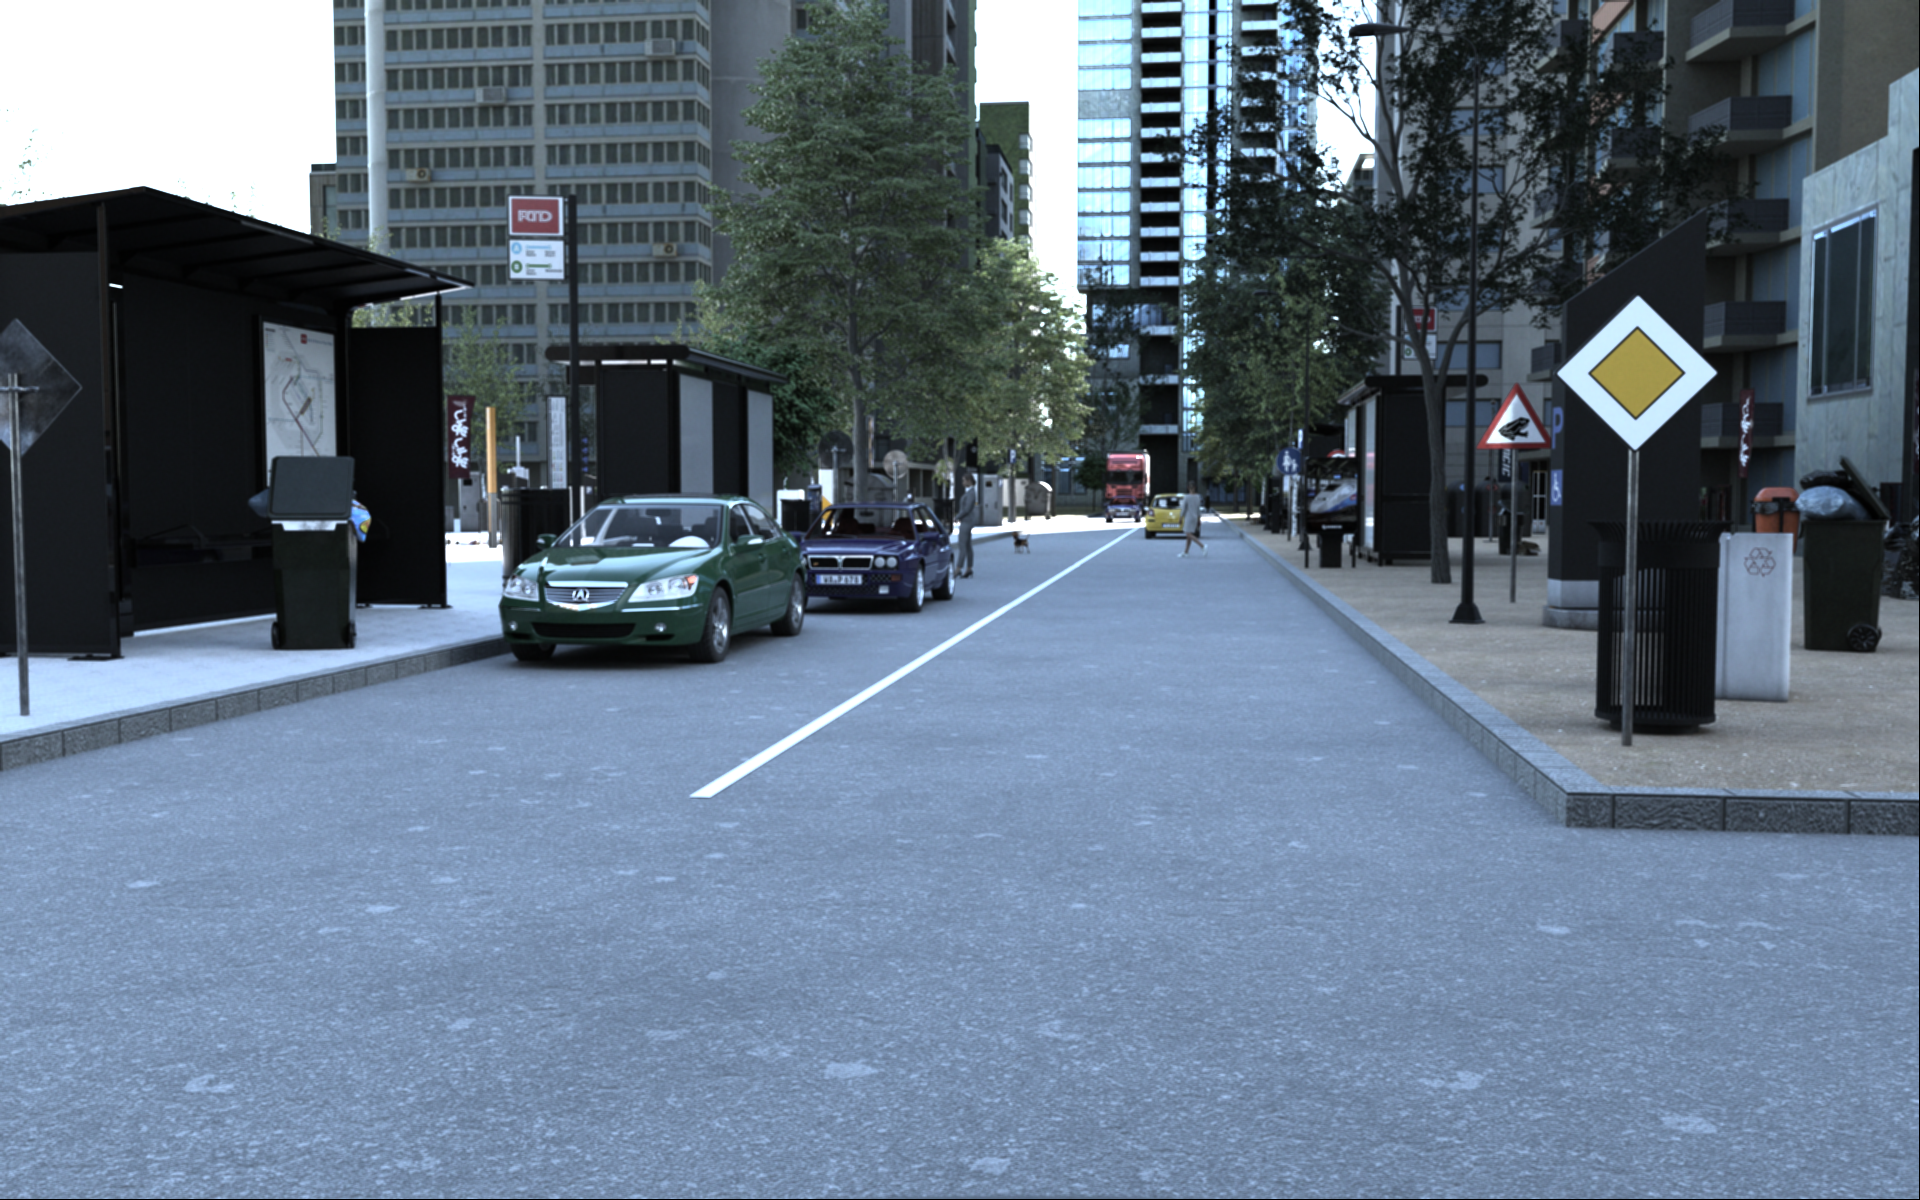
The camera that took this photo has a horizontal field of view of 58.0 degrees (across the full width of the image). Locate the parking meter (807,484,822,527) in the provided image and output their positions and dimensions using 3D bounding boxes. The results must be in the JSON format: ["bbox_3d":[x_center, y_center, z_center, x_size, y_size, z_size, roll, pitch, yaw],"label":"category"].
[{"bbox_3d":[-3.596,-2.105,42.822,0.372,1.533,0.369,0,3,0],"label":"parking meter"}]

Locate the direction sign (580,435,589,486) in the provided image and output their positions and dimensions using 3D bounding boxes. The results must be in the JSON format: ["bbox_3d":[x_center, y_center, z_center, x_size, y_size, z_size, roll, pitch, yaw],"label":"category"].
[{"bbox_3d":[-14.672,-4.583,66.929,0.876,3.537,0.379,2,4,33],"label":"direction sign"}]

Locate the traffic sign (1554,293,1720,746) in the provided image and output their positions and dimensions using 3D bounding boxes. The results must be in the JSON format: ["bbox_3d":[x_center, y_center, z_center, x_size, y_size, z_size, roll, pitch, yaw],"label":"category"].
[{"bbox_3d":[3.398,-0.314,8.770,0.795,2.450,0.064,0,4,8],"label":"traffic sign"}]

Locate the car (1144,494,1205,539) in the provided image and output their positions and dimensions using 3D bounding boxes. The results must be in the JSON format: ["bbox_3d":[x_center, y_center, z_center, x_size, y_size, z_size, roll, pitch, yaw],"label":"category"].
[{"bbox_3d":[6.987,-2.841,56.682,2.015,1.641,3.980,1,4,9],"label":"car"}]

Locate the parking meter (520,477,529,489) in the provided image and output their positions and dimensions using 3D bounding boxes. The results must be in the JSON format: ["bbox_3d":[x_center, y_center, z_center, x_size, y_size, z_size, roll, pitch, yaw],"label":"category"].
[{"bbox_3d":[-14.651,-3.200,58.025,0.399,1.863,0.255,-2,4,-32],"label":"parking meter"}]

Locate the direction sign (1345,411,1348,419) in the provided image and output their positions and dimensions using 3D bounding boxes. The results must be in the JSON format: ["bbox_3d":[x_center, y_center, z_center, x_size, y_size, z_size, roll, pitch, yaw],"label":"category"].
[{"bbox_3d":[10.598,-3.367,47.051,0.379,3.537,0.876,0,4,-6],"label":"direction sign"}]

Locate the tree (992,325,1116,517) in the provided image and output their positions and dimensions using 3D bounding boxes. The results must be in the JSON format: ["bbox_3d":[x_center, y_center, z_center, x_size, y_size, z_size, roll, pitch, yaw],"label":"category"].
[{"bbox_3d":[4.911,-9.858,95.585,7.601,10.594,8.767,-3,4,-38],"label":"tree"}]

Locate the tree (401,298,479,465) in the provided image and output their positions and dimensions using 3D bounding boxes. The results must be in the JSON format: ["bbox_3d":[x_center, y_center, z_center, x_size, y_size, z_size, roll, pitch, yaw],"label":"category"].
[{"bbox_3d":[-16.285,-5.909,46.976,4.737,8.622,4.395,0,3,0],"label":"tree"}]

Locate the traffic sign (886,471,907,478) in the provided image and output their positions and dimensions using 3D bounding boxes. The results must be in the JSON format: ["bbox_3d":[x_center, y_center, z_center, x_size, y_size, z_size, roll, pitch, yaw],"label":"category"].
[{"bbox_3d":[-2.073,-3.421,56.033,0.768,2.556,0.104,1,4,11],"label":"traffic sign"}]

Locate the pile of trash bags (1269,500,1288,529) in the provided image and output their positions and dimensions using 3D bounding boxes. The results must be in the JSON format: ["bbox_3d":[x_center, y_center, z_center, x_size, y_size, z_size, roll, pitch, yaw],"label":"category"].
[{"bbox_3d":[12.551,-3.330,64.198,1.912,1.369,3.447,1,4,20],"label":"pile of trash bags"}]

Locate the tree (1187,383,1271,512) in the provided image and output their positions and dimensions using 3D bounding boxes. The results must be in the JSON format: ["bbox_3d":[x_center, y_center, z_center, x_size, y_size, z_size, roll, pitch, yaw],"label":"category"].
[{"bbox_3d":[19.967,-12.515,122.747,7.486,12.596,7.792,0,3,0],"label":"tree"}]

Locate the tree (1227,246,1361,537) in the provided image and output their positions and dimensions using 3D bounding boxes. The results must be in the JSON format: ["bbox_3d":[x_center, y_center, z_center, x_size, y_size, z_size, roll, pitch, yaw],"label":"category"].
[{"bbox_3d":[10.105,-6.232,52.262,4.737,8.622,4.395,0,3,0],"label":"tree"}]

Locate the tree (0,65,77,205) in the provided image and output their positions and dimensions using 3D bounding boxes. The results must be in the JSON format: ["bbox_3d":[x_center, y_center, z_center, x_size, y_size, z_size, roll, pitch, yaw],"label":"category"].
[{"bbox_3d":[-16.733,-4.801,28.856,4.360,8.622,3.978,0,3,0],"label":"tree"}]

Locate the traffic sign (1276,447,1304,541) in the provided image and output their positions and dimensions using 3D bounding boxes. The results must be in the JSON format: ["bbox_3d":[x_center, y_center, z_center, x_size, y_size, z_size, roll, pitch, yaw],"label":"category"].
[{"bbox_3d":[8.987,-2.881,47.204,0.768,2.556,0.104,0,4,8],"label":"traffic sign"}]

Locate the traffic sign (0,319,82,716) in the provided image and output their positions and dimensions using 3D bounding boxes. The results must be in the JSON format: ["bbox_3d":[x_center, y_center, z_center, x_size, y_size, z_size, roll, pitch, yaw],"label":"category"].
[{"bbox_3d":[-5.415,-0.387,9.969,0.795,2.450,0.064,0,4,8],"label":"traffic sign"}]

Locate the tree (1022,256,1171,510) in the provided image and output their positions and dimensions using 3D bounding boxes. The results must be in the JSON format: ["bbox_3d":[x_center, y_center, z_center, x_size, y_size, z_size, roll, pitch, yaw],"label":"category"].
[{"bbox_3d":[10.849,-17.411,140.555,12.611,20.169,13.585,0,3,0],"label":"tree"}]

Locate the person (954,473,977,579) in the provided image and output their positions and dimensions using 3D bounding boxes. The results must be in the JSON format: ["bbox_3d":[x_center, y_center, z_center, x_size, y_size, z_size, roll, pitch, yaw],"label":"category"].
[{"bbox_3d":[0.019,-1.267,29.491,0.573,1.790,0.520,-1,4,-14],"label":"person"}]

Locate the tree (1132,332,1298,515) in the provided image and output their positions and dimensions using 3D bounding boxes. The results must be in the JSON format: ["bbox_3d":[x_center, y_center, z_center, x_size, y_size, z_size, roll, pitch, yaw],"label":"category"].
[{"bbox_3d":[17.448,-10.963,105.005,9.928,11.665,9.643,0,3,0],"label":"tree"}]

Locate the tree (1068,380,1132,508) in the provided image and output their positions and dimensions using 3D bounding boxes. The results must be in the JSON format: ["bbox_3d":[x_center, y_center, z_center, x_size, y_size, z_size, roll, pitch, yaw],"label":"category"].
[{"bbox_3d":[13.151,-14.107,156.410,9.928,11.665,9.643,0,3,0],"label":"tree"}]

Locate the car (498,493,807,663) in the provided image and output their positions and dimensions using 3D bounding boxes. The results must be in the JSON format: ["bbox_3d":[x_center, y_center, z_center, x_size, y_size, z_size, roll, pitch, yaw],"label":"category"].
[{"bbox_3d":[-2.720,-0.274,16.286,2.131,1.459,4.920,0,4,8],"label":"car"}]

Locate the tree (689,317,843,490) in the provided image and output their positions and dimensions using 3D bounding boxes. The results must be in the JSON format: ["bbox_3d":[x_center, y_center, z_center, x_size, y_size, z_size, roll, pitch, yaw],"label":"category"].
[{"bbox_3d":[-3.873,-2.961,32.129,4.285,4.588,4.351,0,3,0],"label":"tree"}]

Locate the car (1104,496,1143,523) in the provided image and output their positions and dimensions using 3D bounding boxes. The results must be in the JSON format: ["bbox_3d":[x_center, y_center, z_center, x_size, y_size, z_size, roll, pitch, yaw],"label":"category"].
[{"bbox_3d":[8.262,-4.576,87.400,1.945,1.354,3.894,0,4,8],"label":"car"}]

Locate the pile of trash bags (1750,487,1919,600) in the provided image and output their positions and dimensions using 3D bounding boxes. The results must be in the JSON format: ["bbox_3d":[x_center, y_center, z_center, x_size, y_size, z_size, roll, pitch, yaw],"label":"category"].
[{"bbox_3d":[11.751,-0.728,21.658,3.447,1.369,1.912,1,4,15],"label":"pile of trash bags"}]

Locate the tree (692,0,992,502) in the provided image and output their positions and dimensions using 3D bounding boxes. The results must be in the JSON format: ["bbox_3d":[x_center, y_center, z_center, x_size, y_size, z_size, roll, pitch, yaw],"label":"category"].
[{"bbox_3d":[-2.689,-7.469,40.246,7.486,12.596,7.792,0,3,0],"label":"tree"}]

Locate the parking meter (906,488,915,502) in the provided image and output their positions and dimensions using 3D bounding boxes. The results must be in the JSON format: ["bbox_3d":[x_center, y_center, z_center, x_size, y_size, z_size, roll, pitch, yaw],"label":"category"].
[{"bbox_3d":[-2.144,-4.077,75.064,0.372,1.533,0.369,0,3,0],"label":"parking meter"}]

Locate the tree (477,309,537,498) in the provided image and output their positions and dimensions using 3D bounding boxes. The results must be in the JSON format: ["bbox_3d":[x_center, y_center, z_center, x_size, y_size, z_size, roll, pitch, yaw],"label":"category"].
[{"bbox_3d":[-18.369,-7.120,66.778,4.737,8.622,4.395,0,3,0],"label":"tree"}]

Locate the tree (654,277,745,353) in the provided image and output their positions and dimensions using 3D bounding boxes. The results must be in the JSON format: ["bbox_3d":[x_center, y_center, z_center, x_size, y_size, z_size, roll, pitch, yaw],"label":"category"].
[{"bbox_3d":[-8.450,-6.550,57.449,4.737,8.622,4.395,0,3,0],"label":"tree"}]

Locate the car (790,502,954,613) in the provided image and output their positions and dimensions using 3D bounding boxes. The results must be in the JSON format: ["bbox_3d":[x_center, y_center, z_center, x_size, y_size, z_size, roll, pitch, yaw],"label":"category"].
[{"bbox_3d":[-1.142,-0.593,22.272,1.945,1.354,3.894,1,4,8],"label":"car"}]

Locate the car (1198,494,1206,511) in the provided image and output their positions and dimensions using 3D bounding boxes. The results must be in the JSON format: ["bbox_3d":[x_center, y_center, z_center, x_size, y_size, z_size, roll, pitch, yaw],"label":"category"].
[{"bbox_3d":[19.799,-8.223,146.452,2.014,1.417,4.499,0,4,8],"label":"car"}]

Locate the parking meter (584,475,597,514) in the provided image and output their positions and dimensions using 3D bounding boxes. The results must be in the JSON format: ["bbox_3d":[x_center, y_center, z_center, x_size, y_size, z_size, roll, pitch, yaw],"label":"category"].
[{"bbox_3d":[-11.068,-2.838,52.114,0.399,1.863,0.255,2,4,24],"label":"parking meter"}]

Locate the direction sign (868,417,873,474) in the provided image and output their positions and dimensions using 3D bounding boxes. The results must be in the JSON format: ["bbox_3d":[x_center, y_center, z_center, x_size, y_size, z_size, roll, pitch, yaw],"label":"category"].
[{"bbox_3d":[-2.641,-3.623,51.237,0.379,3.537,0.876,0,4,4],"label":"direction sign"}]

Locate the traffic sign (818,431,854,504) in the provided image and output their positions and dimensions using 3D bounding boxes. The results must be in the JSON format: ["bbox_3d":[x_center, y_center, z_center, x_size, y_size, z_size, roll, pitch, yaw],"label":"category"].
[{"bbox_3d":[-2.501,-2.120,34.766,0.768,2.556,0.104,1,4,13],"label":"traffic sign"}]

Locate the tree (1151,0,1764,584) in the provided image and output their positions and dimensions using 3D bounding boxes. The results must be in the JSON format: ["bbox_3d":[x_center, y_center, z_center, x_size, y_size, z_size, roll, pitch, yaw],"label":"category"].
[{"bbox_3d":[6.984,-5.536,24.923,8.767,10.594,7.601,0,4,7],"label":"tree"}]

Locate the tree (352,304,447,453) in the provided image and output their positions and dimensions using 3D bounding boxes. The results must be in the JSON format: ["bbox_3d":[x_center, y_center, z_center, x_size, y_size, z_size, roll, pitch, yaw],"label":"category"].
[{"bbox_3d":[-19.991,-6.516,56.905,4.360,8.622,3.978,0,3,0],"label":"tree"}]

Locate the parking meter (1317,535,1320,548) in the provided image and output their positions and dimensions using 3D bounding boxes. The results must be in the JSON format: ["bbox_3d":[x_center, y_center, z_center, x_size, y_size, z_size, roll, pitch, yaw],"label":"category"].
[{"bbox_3d":[8.714,-2.170,41.186,0.399,1.863,0.255,2,4,27],"label":"parking meter"}]

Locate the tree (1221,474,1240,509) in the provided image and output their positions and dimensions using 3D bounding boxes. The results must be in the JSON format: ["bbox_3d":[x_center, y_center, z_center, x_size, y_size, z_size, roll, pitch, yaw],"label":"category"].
[{"bbox_3d":[23.135,-9.434,148.849,1.663,3.219,1.824,0,3,0],"label":"tree"}]

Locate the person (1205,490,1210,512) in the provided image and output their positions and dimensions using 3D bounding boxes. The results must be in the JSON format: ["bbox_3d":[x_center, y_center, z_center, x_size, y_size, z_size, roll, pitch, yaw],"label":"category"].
[{"bbox_3d":[19.249,-7.703,135.178,0.721,1.736,1.217,1,4,11],"label":"person"}]

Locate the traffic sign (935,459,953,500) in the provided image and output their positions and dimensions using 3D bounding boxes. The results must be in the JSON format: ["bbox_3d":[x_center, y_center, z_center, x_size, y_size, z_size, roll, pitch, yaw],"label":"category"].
[{"bbox_3d":[-0.555,-3.841,62.904,0.768,2.556,0.104,1,4,13],"label":"traffic sign"}]

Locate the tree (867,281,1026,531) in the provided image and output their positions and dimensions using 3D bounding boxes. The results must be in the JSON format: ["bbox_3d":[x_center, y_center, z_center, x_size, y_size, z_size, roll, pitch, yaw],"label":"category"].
[{"bbox_3d":[-0.103,-6.678,59.553,4.737,8.622,4.395,0,3,0],"label":"tree"}]

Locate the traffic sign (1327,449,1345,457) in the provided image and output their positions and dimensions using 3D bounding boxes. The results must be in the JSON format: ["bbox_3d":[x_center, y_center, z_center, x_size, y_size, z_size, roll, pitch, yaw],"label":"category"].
[{"bbox_3d":[10.829,-3.027,49.601,0.768,2.556,0.104,1,4,15],"label":"traffic sign"}]

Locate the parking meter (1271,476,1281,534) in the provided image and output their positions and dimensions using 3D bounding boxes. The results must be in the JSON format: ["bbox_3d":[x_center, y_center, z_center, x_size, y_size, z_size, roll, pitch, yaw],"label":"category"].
[{"bbox_3d":[10.265,-3.092,56.266,0.255,1.863,0.399,1,4,14],"label":"parking meter"}]

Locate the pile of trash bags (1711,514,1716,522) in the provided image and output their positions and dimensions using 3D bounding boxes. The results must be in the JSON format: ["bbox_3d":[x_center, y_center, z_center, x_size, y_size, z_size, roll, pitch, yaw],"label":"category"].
[{"bbox_3d":[14.188,-1.496,34.219,1.912,1.369,3.447,2,4,32],"label":"pile of trash bags"}]

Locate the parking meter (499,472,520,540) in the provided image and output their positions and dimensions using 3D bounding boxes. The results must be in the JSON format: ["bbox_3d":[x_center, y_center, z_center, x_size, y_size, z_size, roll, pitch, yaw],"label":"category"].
[{"bbox_3d":[-12.173,-2.503,46.630,0.399,1.863,0.255,1,4,20],"label":"parking meter"}]

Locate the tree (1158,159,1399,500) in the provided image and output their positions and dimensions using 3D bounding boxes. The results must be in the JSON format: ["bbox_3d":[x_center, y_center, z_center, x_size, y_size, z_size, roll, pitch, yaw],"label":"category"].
[{"bbox_3d":[12.597,-9.862,67.896,9.857,13.997,8.962,0,3,0],"label":"tree"}]

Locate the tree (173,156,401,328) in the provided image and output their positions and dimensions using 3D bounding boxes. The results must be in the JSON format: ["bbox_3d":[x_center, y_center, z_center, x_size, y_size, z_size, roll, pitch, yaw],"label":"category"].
[{"bbox_3d":[-15.911,-5.401,38.675,4.737,8.622,4.395,0,3,0],"label":"tree"}]

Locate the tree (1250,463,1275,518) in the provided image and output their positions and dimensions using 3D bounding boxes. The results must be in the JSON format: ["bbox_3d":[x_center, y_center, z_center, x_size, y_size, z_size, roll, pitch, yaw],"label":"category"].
[{"bbox_3d":[16.267,-5.984,92.437,1.663,3.219,1.824,0,3,0],"label":"tree"}]

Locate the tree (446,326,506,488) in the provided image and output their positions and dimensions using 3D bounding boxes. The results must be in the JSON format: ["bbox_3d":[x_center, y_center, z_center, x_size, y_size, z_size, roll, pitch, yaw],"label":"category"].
[{"bbox_3d":[-21.825,-7.621,74.961,4.360,8.622,3.978,0,3,0],"label":"tree"}]

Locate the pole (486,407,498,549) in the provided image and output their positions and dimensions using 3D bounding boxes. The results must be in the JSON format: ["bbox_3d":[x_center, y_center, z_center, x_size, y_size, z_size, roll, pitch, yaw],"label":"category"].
[{"bbox_3d":[-10.986,-2.862,40.640,0.158,3.312,0.155,0,3,0],"label":"pole"}]

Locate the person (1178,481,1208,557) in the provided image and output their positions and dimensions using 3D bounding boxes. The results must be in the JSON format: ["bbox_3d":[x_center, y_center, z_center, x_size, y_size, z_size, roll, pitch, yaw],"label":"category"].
[{"bbox_3d":[5.286,-1.834,39.236,0.760,1.731,0.466,2,4,29],"label":"person"}]

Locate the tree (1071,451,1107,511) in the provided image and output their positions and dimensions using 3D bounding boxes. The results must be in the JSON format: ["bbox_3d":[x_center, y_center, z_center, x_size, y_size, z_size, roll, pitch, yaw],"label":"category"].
[{"bbox_3d":[10.009,-8.849,128.398,4.285,4.588,4.351,0,3,0],"label":"tree"}]

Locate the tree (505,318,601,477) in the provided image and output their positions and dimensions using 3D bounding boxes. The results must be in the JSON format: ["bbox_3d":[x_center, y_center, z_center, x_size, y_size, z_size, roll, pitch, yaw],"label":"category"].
[{"bbox_3d":[-16.063,-7.512,73.182,4.360,8.622,3.978,0,3,0],"label":"tree"}]

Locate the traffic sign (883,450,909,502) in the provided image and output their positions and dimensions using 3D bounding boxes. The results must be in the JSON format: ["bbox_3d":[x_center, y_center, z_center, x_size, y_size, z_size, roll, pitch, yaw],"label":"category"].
[{"bbox_3d":[-1.861,-3.051,49.986,0.768,2.556,0.104,1,4,15],"label":"traffic sign"}]

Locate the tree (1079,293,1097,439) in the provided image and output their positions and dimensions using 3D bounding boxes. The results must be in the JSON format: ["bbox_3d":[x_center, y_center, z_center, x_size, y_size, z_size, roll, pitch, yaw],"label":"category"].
[{"bbox_3d":[2.584,-9.704,76.794,7.486,12.596,7.792,0,3,0],"label":"tree"}]

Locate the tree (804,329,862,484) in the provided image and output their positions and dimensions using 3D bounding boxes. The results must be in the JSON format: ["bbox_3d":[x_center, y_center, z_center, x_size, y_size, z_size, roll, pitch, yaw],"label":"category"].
[{"bbox_3d":[-6.245,-7.689,76.084,4.737,8.622,4.395,0,3,0],"label":"tree"}]

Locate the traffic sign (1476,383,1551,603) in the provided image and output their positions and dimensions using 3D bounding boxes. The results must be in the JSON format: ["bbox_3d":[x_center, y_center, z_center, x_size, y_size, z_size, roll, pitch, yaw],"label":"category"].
[{"bbox_3d":[6.536,-1.248,20.415,0.884,2.594,0.081,1,4,14],"label":"traffic sign"}]
